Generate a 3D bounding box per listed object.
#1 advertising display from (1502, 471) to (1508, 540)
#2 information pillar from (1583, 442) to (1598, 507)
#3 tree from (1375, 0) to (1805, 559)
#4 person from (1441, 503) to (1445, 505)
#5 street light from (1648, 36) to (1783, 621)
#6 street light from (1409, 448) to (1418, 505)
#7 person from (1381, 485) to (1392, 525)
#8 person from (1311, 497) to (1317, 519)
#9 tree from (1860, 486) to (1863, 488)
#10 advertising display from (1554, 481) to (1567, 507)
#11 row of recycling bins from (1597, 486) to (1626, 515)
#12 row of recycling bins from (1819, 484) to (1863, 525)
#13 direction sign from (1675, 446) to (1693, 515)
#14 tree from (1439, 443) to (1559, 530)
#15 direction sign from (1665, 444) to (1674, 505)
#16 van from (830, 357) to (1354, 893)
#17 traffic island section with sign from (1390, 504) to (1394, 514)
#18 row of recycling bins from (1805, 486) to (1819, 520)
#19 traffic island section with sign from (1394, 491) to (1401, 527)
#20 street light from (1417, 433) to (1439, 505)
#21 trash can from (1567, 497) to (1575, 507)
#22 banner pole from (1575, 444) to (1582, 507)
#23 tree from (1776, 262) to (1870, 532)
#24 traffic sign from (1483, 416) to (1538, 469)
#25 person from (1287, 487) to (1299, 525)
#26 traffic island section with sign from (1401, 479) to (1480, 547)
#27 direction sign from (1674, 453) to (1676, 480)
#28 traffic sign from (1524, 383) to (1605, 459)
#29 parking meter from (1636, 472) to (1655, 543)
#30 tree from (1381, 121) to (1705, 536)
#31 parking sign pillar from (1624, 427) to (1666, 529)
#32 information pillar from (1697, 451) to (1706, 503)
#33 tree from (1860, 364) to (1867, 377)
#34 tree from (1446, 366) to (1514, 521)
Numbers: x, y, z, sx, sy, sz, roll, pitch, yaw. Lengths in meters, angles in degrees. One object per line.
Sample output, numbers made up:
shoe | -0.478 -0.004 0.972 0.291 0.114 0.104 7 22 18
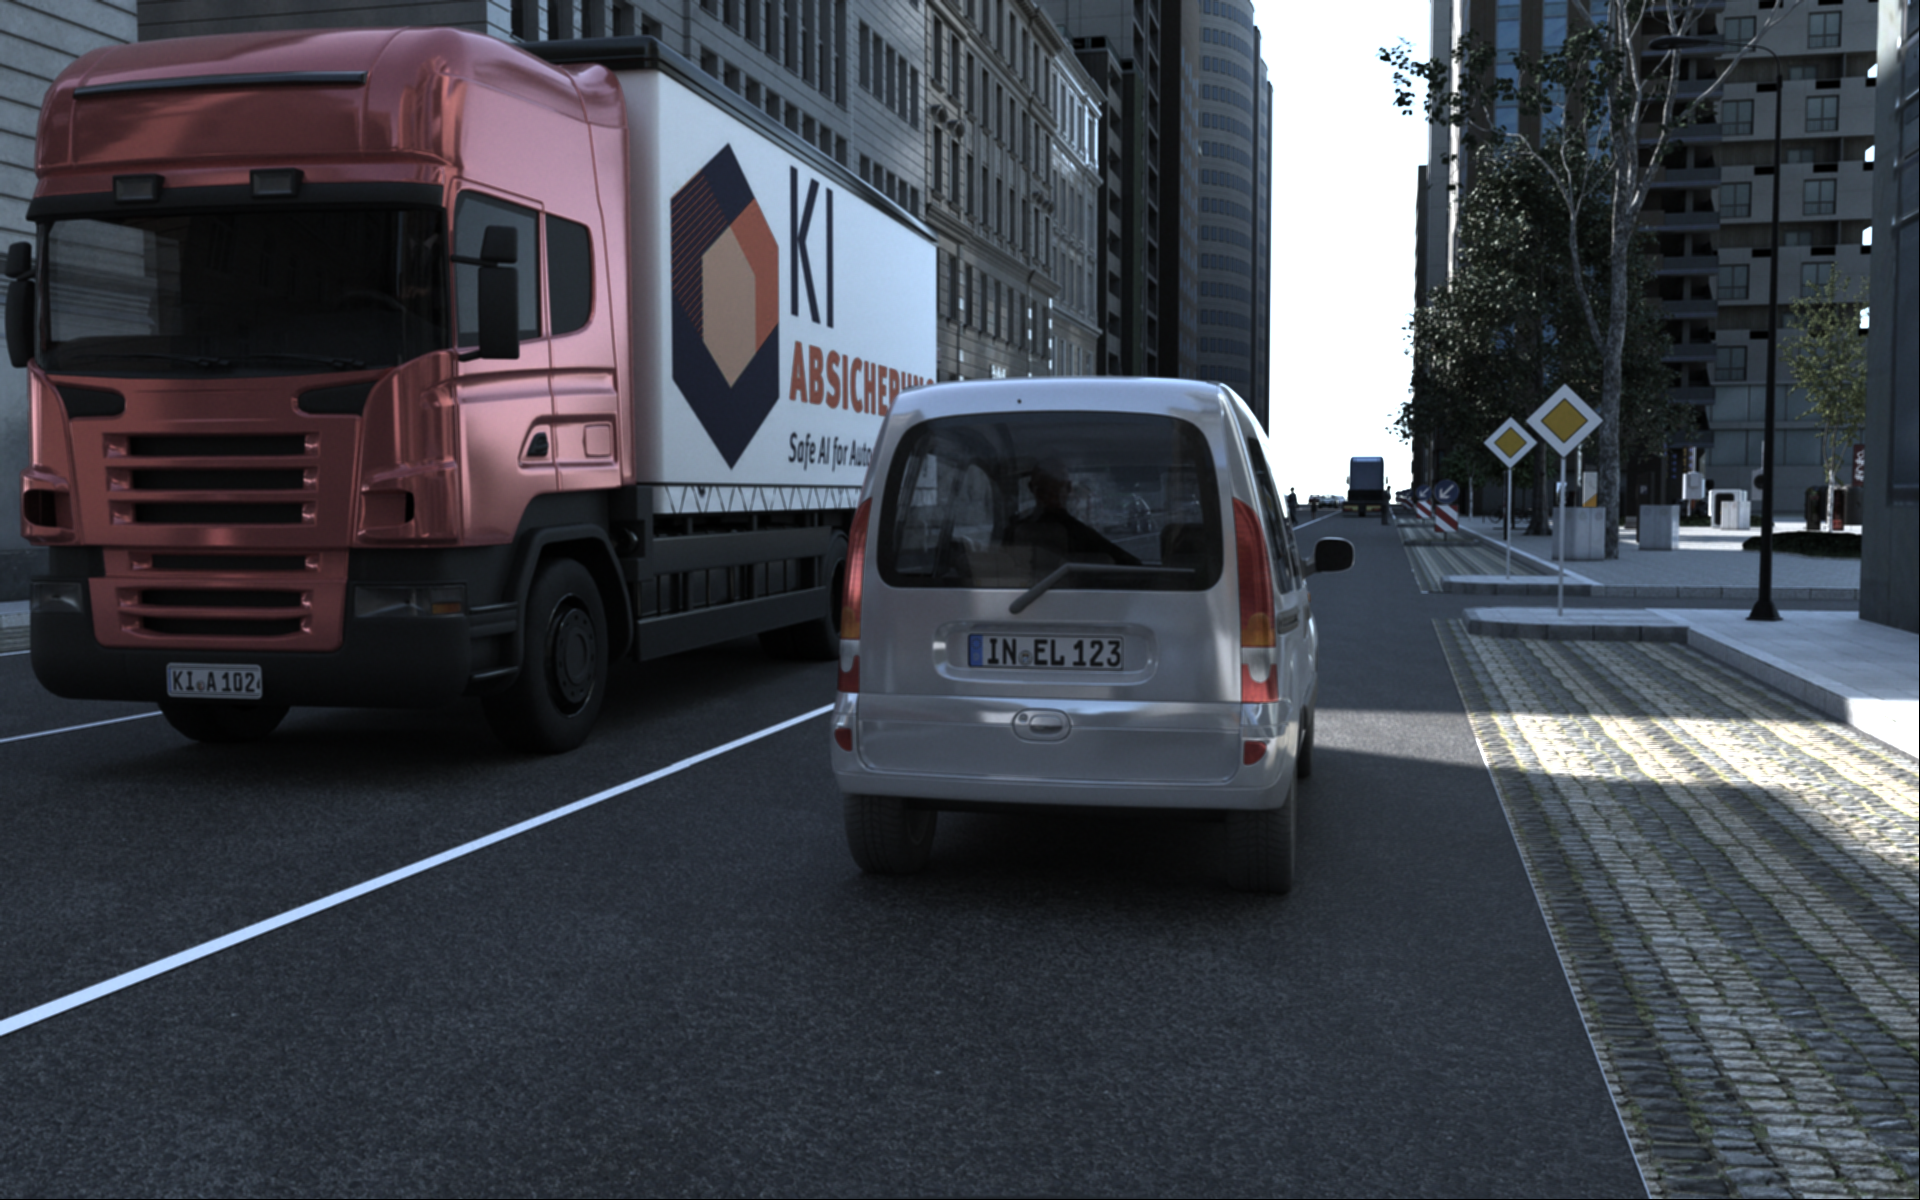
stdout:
advertising display | 15.216 -2.633 48.255 0.123 1.923 0.974 1 4 14
information pillar | 23.414 -4.466 64.366 0.504 3.616 0.183 1 4 10
tree | 14.150 -10.918 34.406 12.611 20.169 13.585 0 3 0
person | 31.031 -6.244 111.361 0.421 1.427 0.697 3 4 37
street light | 7.681 -2.757 17.622 1.470 5.913 1.316 1 4 14
street light | 45.862 -12.252 172.867 1.470 5.913 1.316 1 4 14
person | 19.902 -4.426 80.673 0.447 1.846 0.655 -1 4 -15
person | 20.473 -5.320 100.149 0.362 1.253 0.373 3 5 41
tree | 44.444 -5.492 84.396 1.663 3.219 1.824 0 3 0
advertising display | 30.225 -5.014 87.187 0.974 1.923 0.123 -3 4 -38
row of recycling bins | 35.419 -5.280 93.434 3.534 1.692 1.069 -2 4 -29
row of recycling bins | 37.106 -4.015 72.759 1.069 1.692 3.534 1 4 17
direction sign | 34.106 -5.459 81.247 0.379 3.537 0.876 0 4 -7
tree | 20.327 -4.863 63.217 4.285 4.588 4.351 0 3 0
direction sign | 29.500 -4.950 72.927 0.876 3.537 0.379 -3 4 -38
van | 0.723 -0.043 7.721 2.013 2.044 4.112 1 4 13
traffic island section with sign | 31.425 -6.920 121.769 1.989 1.847 2.006 1 4 14
row of recycling bins | 42.494 -4.768 85.076 1.069 1.692 3.534 1 4 9
traffic island section with sign | 19.825 -4.028 74.487 1.989 1.847 2.006 1 4 14
street light | 34.866 -9.530 128.362 1.470 5.913 1.316 1 4 14
trash can | 31.065 -4.695 88.419 0.748 1.137 0.748 0 3 0
banner pole | 27.087 -5.254 75.919 0.401 3.779 0.863 3 5 39
tree | 28.432 -6.452 55.848 4.737 8.622 4.395 0 3 0
traffic sign | 8.237 -1.451 25.906 0.795 2.593 0.064 1 4 14
person | 15.389 -4.340 79.878 0.534 1.772 0.576 1 4 21
traffic island section with sign | 13.302 -2.400 47.865 1.989 1.847 2.006 1 4 14
direction sign | 38.662 -6.263 94.402 0.876 3.537 0.379 -1 4 -18
traffic sign | 6.335 -0.976 18.150 0.795 2.593 0.064 1 4 14
parking meter | 18.039 -2.440 45.611 0.255 1.863 0.399 -3 5 -41
tree | 17.984 -8.364 53.753 9.611 12.733 9.660 0 3 0
parking sign pillar | 25.121 -4.583 63.397 1.447 3.967 1.447 -3 5 -43
information pillar | 40.677 -6.341 95.025 0.504 3.616 0.183 -2 4 -27
tree | 35.392 -6.947 63.939 4.360 8.622 3.978 0 3 0
tree | 24.479 -8.078 82.445 4.360 8.622 3.978 0 3 0
